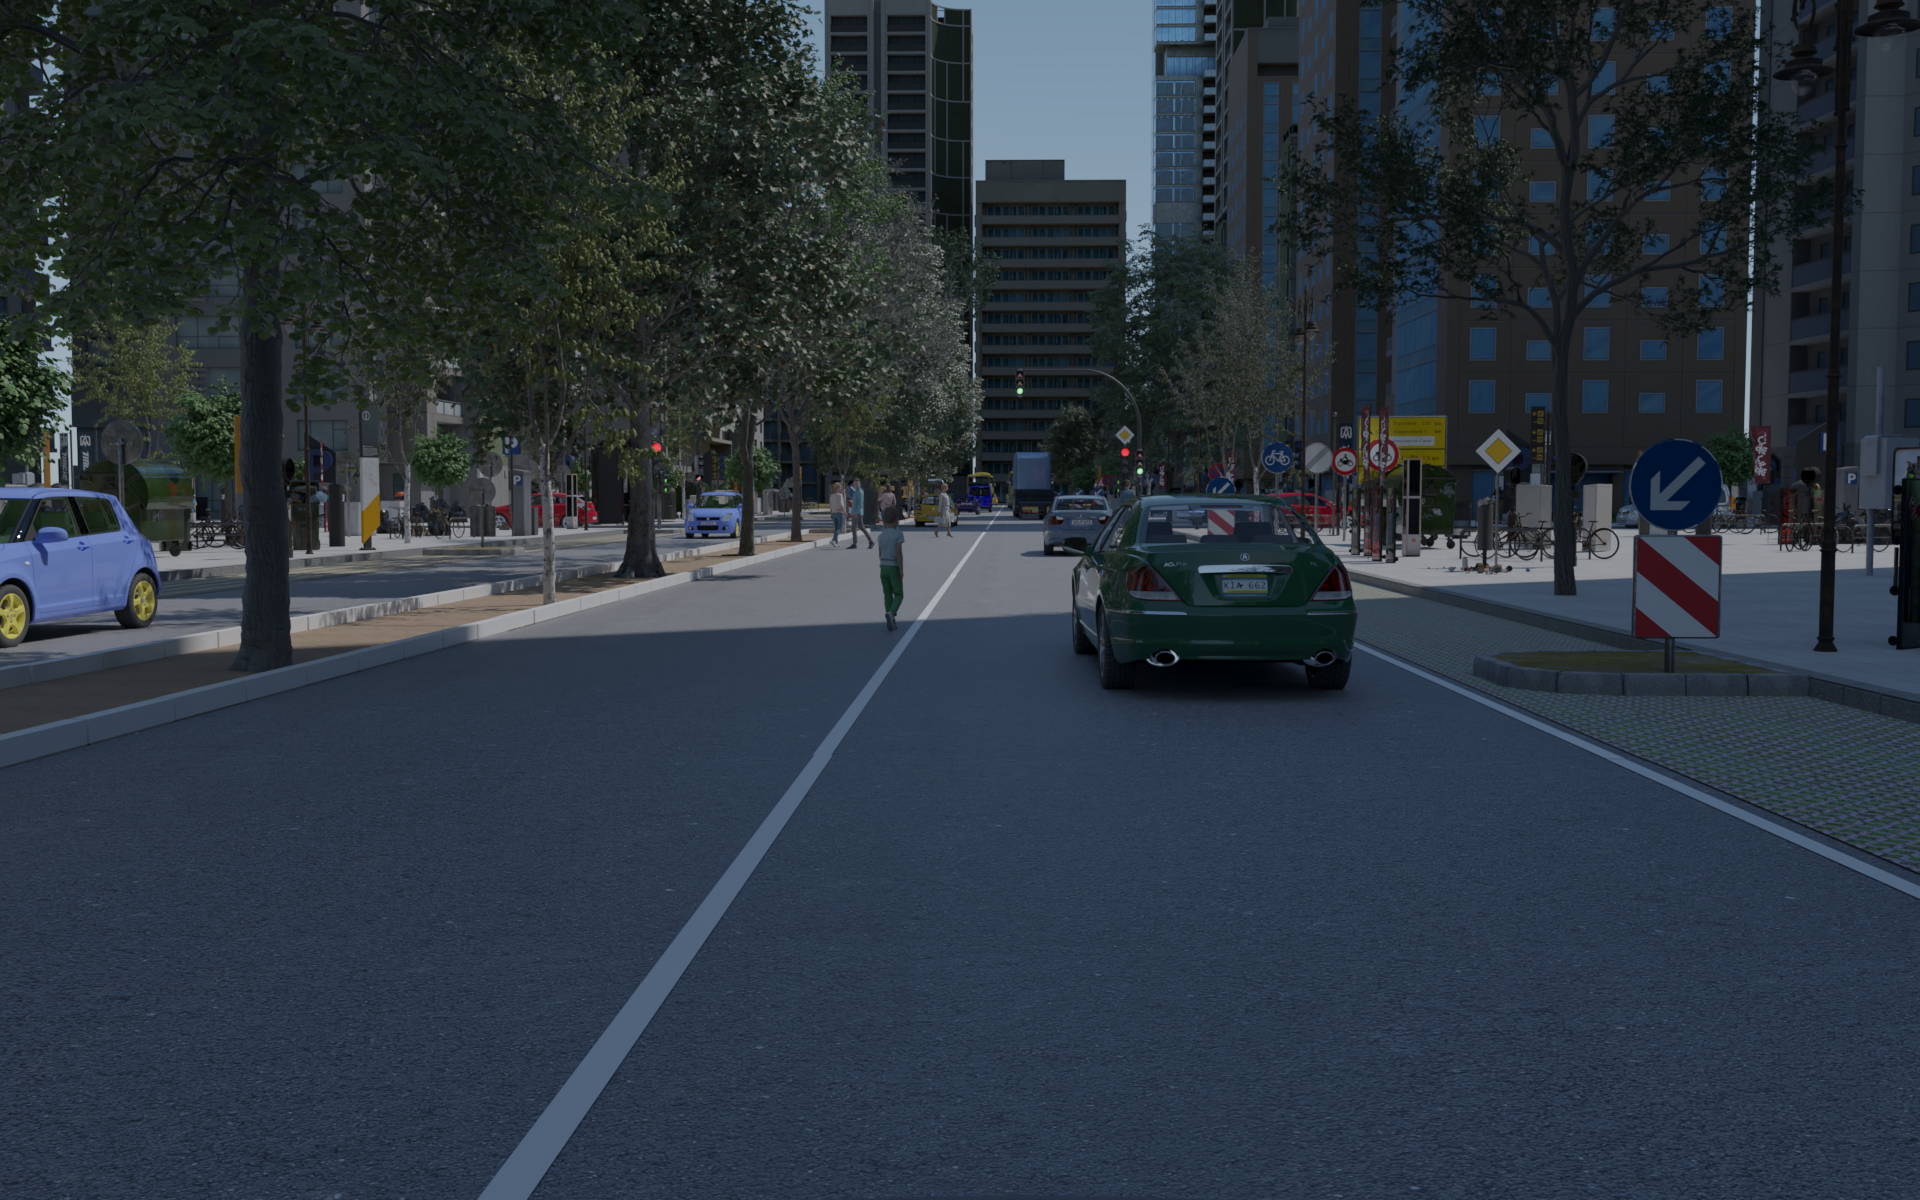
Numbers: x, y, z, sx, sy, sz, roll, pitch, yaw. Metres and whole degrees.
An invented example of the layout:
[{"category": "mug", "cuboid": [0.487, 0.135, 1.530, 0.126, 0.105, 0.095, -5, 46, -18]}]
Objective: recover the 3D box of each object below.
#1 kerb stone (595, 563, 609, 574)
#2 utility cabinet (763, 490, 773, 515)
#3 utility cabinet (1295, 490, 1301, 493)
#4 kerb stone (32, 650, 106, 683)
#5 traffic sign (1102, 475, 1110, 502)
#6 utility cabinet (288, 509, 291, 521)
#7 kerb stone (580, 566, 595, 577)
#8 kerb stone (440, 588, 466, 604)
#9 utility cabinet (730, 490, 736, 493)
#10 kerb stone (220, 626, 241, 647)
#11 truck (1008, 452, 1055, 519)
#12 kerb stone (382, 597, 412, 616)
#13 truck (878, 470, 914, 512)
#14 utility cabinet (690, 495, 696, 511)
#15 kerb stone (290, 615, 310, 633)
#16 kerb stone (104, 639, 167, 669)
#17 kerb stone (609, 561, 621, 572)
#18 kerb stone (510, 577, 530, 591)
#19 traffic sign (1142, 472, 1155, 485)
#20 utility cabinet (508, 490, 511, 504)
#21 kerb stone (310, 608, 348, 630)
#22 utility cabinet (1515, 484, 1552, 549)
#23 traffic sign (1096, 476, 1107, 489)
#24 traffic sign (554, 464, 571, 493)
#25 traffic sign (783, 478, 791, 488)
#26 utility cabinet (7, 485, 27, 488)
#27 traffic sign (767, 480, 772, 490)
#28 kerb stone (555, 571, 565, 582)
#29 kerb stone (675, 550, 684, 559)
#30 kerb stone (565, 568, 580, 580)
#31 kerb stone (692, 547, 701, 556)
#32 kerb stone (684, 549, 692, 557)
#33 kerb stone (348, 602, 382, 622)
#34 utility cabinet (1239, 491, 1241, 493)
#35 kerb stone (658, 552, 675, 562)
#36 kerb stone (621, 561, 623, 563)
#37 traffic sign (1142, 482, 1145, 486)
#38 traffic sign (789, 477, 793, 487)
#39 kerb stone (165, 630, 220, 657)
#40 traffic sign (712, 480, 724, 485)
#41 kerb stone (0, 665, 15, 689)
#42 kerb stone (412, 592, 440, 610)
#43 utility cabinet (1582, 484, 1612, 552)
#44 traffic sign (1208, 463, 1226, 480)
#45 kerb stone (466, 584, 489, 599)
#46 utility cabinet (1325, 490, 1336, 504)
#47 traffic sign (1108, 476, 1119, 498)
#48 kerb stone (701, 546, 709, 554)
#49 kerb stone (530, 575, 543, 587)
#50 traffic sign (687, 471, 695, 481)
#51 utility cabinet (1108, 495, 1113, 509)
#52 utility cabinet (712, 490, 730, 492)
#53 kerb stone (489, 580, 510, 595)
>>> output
[{"category": "kerb stone", "cuboid": [-6.501, -0.535, 30.940, 0.120, 0.150, 1.000, 0, 4, 2]}, {"category": "utility cabinet", "cuboid": [-11.670, -5.900, 105.143, 0.318, 1.500, 1.173, 1, 4, 9]}, {"category": "utility cabinet", "cuboid": [18.267, -5.158, 93.016, 0.318, 1.500, 1.173, 2, 4, 24]}, {"category": "kerb stone", "cuboid": [-7.018, 0.534, 13.534, 0.120, 0.150, 1.000, 0, 4, 2]}, {"category": "traffic sign", "cuboid": [9.923, -7.113, 116.398, 0.768, 2.556, 0.104, 1, 4, 10]}, {"category": "utility cabinet", "cuboid": [-24.037, -3.104, 61.915, 0.306, 1.237, 1.020, -1, 4, -18]}, {"category": "kerb stone", "cuboid": [-6.531, -0.472, 29.919, 0.120, 0.150, 1.000, 0, 4, 2]}, {"category": "kerb stone", "cuboid": [-6.743, -0.034, 22.746, 0.120, 0.150, 1.000, 0, 4, 2]}, {"category": "utility cabinet", "cuboid": [-13.007, -5.393, 96.855, 0.318, 1.500, 1.173, -3, 5, -41]}, {"category": "kerb stone", "cuboid": [-6.931, 0.342, 16.599, 0.120, 0.150, 1.000, 0, 4, 2]}, {"category": "truck", "cuboid": [4.628, -7.084, 105.587, 2.967, 4.110, 18.799, 0, 4, 0]}, {"category": "kerb stone", "cuboid": [-6.806, 0.092, 20.694, 0.120, 0.150, 1.000, 0, 4, 2]}, {"category": "truck", "cuboid": [-5.132, -8.812, 140.003, 3.469, 3.379, 9.791, 0, 4, 1]}, {"category": "utility cabinet", "cuboid": [-12.560, -4.424, 83.490, 0.306, 1.237, 1.020, 2, 4, 35]}, {"category": "kerb stone", "cuboid": [-6.905, 0.282, 17.625, 0.120, 0.150, 1.000, 0, 4, 2]}, {"category": "kerb stone", "cuboid": [-6.993, 0.469, 14.556, 0.120, 0.150, 1.000, 0, 4, 2]}, {"category": "kerb stone", "cuboid": [-6.472, -0.597, 31.962, 0.120, 0.150, 1.000, 0, 4, 2]}, {"category": "kerb stone", "cuboid": [-6.654, -0.222, 25.822, 0.120, 0.150, 1.000, 0, 4, 2]}, {"category": "traffic sign", "cuboid": [10.714, -6.022, 98.561, 0.768, 2.556, 0.104, 1, 4, 9]}, {"category": "utility cabinet", "cuboid": [-25.956, -5.692, 101.745, 0.318, 1.500, 1.173, 3, 5, 40]}, {"category": "kerb stone", "cuboid": [-6.864, 0.220, 18.646, 0.120, 0.150, 1.000, 0, 4, 2]}, {"category": "utility cabinet", "cuboid": [13.413, -1.945, 40.479, 0.318, 1.500, 1.173, -1, 4, -9]}, {"category": "traffic sign", "cuboid": [10.100, -7.514, 122.859, 0.884, 2.594, 0.081, 1, 4, 10]}, {"category": "traffic sign", "cuboid": [-17.011, -4.523, 74.049, 0.768, 2.556, 0.104, 0, 4, 5]}, {"category": "traffic sign", "cuboid": [-13.901, -8.542, 139.668, 0.884, 2.594, 0.081, 0, 4, 3]}, {"category": "utility cabinet", "cuboid": [-22.666, -1.969, 40.870, 0.318, 1.500, 1.173, 3, 5, 41]}, {"category": "traffic sign", "cuboid": [-14.045, -7.610, 126.554, 0.606, 2.300, 0.079, 0, 4, 5]}, {"category": "kerb stone", "cuboid": [-6.590, -0.347, 27.865, 0.120, 0.150, 1.000, 0, 4, 2]}, {"category": "kerb stone", "cuboid": [-6.284, -0.974, 38.119, 0.120, 0.150, 1.000, 0, 4, 2]}, {"category": "kerb stone", "cuboid": [-6.568, -0.409, 28.890, 0.120, 0.150, 1.000, 0, 4, 2]}, {"category": "kerb stone", "cuboid": [-6.218, -1.098, 40.178, 0.120, 0.150, 1.000, 0, 4, 2]}, {"category": "kerb stone", "cuboid": [-6.258, -1.037, 39.156, 0.120, 0.150, 1.000, 0, 4, 2]}, {"category": "kerb stone", "cuboid": [-6.835, 0.154, 19.673, 0.120, 0.150, 1.000, 0, 4, 2]}, {"category": "utility cabinet", "cuboid": [16.085, -5.629, 100.715, 0.318, 1.500, 1.173, 1, 4, 20]}, {"category": "kerb stone", "cuboid": [-6.315, -0.907, 37.091, 0.120, 0.150, 1.000, 0, 4, 2]}, {"category": "kerb stone", "cuboid": [-6.435, -0.658, 32.983, 0.120, 0.150, 1.000, 0, 4, 2]}, {"category": "traffic sign", "cuboid": [13.088, -7.409, 121.244, 0.768, 2.556, 0.104, 0, 4, 2]}, {"category": "traffic sign", "cuboid": [-12.203, -7.761, 127.004, 0.768, 2.556, 0.104, 0, 4, 7]}, {"category": "kerb stone", "cuboid": [-6.968, 0.405, 15.577, 0.120, 0.150, 1.000, 0, 4, 2]}, {"category": "traffic sign", "cuboid": [-13.879, -6.059, 99.172, 0.768, 2.556, 0.104, 1, 4, 10]}, {"category": "kerb stone", "cuboid": [-7.058, 0.593, 12.499, 0.120, 0.150, 1.000, 0, 4, 2]}, {"category": "kerb stone", "cuboid": [-6.779, 0.029, 21.723, 0.120, 0.150, 1.000, 0, 4, 2]}, {"category": "utility cabinet", "cuboid": [14.179, -1.828, 38.570, 0.318, 1.500, 1.173, 3, 4, 36]}, {"category": "traffic sign", "cuboid": [10.632, -4.370, 71.550, 0.768, 2.556, 0.104, 0, 4, 5]}, {"category": "kerb stone", "cuboid": [-6.711, -0.096, 23.774, 0.120, 0.150, 1.000, 0, 4, 2]}, {"category": "utility cabinet", "cuboid": [22.676, -5.874, 104.718, 1.173, 1.500, 0.318, 2, 4, 31]}, {"category": "traffic sign", "cuboid": [10.196, -6.994, 114.461, 0.768, 2.556, 0.104, 1, 4, 11]}, {"category": "kerb stone", "cuboid": [-6.182, -1.163, 41.211, 0.120, 0.150, 1.000, 0, 4, 2]}, {"category": "kerb stone", "cuboid": [-6.629, -0.284, 26.844, 0.120, 0.150, 1.000, 0, 4, 2]}, {"category": "traffic sign", "cuboid": [-15.001, -5.948, 97.348, 0.768, 2.556, 0.104, 0, 4, 7]}, {"category": "utility cabinet", "cuboid": [11.326, -7.496, 133.721, 1.020, 1.237, 0.306, 1, 4, 14]}, {"category": "utility cabinet", "cuboid": [-13.256, -5.302, 95.371, 0.318, 1.500, 1.173, 2, 4, 26]}, {"category": "kerb stone", "cuboid": [-6.685, -0.159, 24.801, 0.120, 0.150, 1.000, 0, 4, 2]}]
